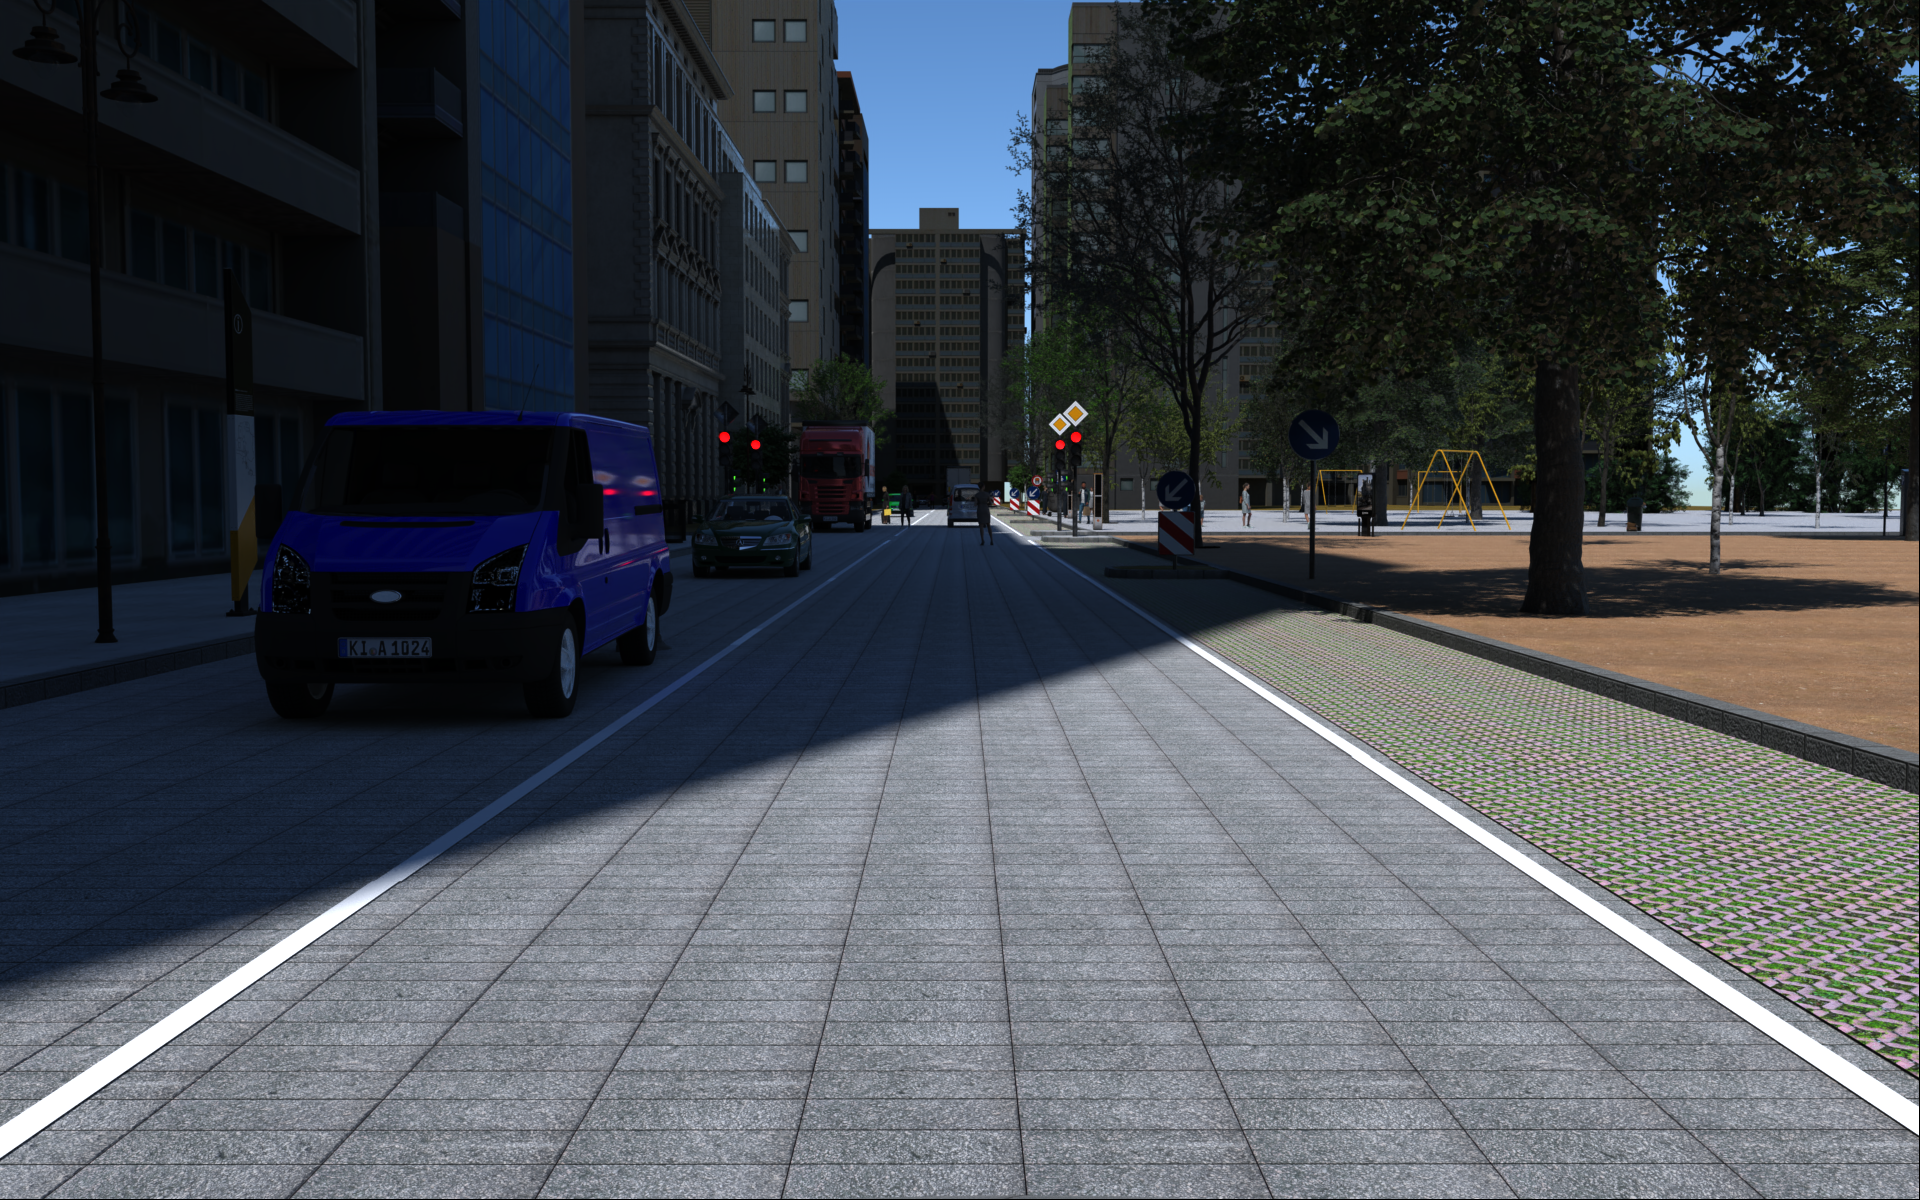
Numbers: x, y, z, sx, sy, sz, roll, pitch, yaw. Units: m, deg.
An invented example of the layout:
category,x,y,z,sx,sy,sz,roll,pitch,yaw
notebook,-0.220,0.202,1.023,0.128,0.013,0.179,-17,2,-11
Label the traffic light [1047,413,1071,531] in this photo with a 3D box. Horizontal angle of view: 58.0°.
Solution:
category,x,y,z,sx,sy,sz,roll,pitch,yaw
traffic light,3.437,-4.352,60.082,0.839,4.253,0.868,0,3,0

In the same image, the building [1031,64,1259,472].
category,x,y,z,sx,sy,sz,roll,pitch,yaw
building,23.992,-42.200,231.974,28.212,58.520,21.231,0,3,0

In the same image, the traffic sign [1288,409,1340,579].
category,x,y,z,sx,sy,sz,roll,pitch,yaw
traffic sign,5.328,-1.593,26.149,0.768,2.556,0.104,0,4,8

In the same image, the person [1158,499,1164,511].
category,x,y,z,sx,sy,sz,roll,pitch,yaw
person,12.066,-5.889,103.078,0.466,1.731,0.760,-1,4,-16

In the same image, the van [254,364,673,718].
category,x,y,z,sx,sy,sz,roll,pitch,yaw
van,-3.471,-0.518,12.857,2.240,2.365,5.245,0,4,-1

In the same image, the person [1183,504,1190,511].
category,x,y,z,sx,sy,sz,roll,pitch,yaw
person,8.760,-3.686,66.579,0.793,1.790,0.793,0,4,4

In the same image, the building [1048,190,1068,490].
category,x,y,z,sx,sy,sz,roll,pitch,yaw
building,15.258,-23.922,162.829,14.160,30.474,14.107,0,3,0

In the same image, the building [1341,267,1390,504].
category,x,y,z,sx,sy,sz,roll,pitch,yaw
building,50.088,-33.336,236.928,23.993,40.220,32.217,0,3,0

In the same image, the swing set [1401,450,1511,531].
category,x,y,z,sx,sy,sz,roll,pitch,yaw
swing set,17.864,-3.942,62.071,2.862,2.851,3.119,3,5,42

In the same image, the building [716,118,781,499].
category,x,y,z,sx,sy,sz,roll,pitch,yaw
building,-15.462,-14.423,90.560,10.420,20.320,16.860,0,3,0

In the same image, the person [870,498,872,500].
category,x,y,z,sx,sy,sz,roll,pitch,yaw
person,-7.411,-8.009,137.539,0.990,1.755,0.434,3,4,38

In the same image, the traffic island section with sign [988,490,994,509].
category,x,y,z,sx,sy,sz,roll,pitch,yaw
traffic island section with sign,3.332,-9.378,161.950,1.989,1.847,2.006,0,3,0

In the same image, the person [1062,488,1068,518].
category,x,y,z,sx,sy,sz,roll,pitch,yaw
person,5.681,-5.317,93.397,0.534,1.772,0.576,3,5,42

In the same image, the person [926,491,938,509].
category,x,y,z,sx,sy,sz,roll,pitch,yaw
person,-2.580,-9.309,161.382,1.217,1.739,0.721,-1,4,-9

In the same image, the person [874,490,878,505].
category,x,y,z,sx,sy,sz,roll,pitch,yaw
person,-9.835,-11.859,200.483,0.434,1.755,0.990,-2,4,-32

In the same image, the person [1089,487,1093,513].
category,x,y,z,sx,sy,sz,roll,pitch,yaw
person,8.760,-6.680,115.831,0.480,1.755,0.524,2,4,26

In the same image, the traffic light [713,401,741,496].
category,x,y,z,sx,sy,sz,roll,pitch,yaw
traffic light,-7.013,-3.862,52.066,0.839,4.253,0.868,0,3,0

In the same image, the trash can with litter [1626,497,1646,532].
category,x,y,z,sx,sy,sz,roll,pitch,yaw
trash can with litter,23.269,-2.951,59.644,0.624,1.170,1.055,2,4,26

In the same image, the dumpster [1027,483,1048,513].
category,x,y,z,sx,sy,sz,roll,pitch,yaw
dumpster,5.428,-7.223,120.590,1.502,2.255,1.985,0,3,0

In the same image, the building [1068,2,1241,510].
category,x,y,z,sx,sy,sz,roll,pitch,yaw
building,16.118,-28.427,148.378,14.154,41.232,14.086,0,3,0

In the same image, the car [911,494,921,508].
category,x,y,z,sx,sy,sz,roll,pitch,yaw
car,-5.179,-10.615,183.341,2.009,1.686,4.222,0,4,-2

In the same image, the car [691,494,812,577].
category,x,y,z,sx,sy,sz,roll,pitch,yaw
car,-3.715,-1.200,31.412,2.131,1.459,4.920,0,4,-1

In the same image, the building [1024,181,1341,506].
category,x,y,z,sx,sy,sz,roll,pitch,yaw
building,24.152,-30.810,195.618,32.217,40.220,23.993,0,3,0

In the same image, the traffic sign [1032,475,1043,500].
category,x,y,z,sx,sy,sz,roll,pitch,yaw
traffic sign,5.174,-7.084,115.933,0.768,2.556,0.104,1,4,9

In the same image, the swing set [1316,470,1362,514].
category,x,y,z,sx,sy,sz,roll,pitch,yaw
swing set,24.708,-7.061,113.064,3.119,2.851,2.862,-1,4,-9

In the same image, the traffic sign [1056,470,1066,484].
category,x,y,z,sx,sy,sz,roll,pitch,yaw
traffic sign,5.186,-5.514,90.264,0.768,2.556,0.104,0,4,5

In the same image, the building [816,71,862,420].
category,x,y,z,sx,sy,sz,roll,pitch,yaw
building,-21.509,-31.949,176.992,22.147,44.769,28.867,0,3,0

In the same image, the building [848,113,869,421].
category,x,y,z,sx,sy,sz,roll,pitch,yaw
building,-17.944,-33.629,199.939,14.200,45.320,14.600,0,3,0

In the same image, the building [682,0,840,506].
category,x,y,z,sx,sy,sz,roll,pitch,yaw
building,-24.497,-34.189,148.224,28.713,52.752,27.495,0,3,0

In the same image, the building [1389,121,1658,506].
category,x,y,z,sx,sy,sz,roll,pitch,yaw
building,64.377,-33.161,196.812,28.867,44.769,22.147,0,3,0

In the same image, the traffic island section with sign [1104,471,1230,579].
category,x,y,z,sx,sy,sz,roll,pitch,yaw
traffic island section with sign,3.532,-1.305,29.962,1.989,1.847,2.006,0,3,0

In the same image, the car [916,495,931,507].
category,x,y,z,sx,sy,sz,roll,pitch,yaw
car,-4.219,-11.096,194.004,1.945,1.354,3.894,0,4,-1

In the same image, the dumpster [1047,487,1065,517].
category,x,y,z,sx,sy,sz,roll,pitch,yaw
dumpster,5.646,-5.721,99.301,1.264,1.857,1.865,0,3,0

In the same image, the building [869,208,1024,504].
category,x,y,z,sx,sy,sz,roll,pitch,yaw
building,-2.915,-33.398,237.945,23.993,40.220,32.217,0,3,0

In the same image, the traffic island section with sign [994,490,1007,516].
category,x,y,z,sx,sy,sz,roll,pitch,yaw
traffic island section with sign,3.407,-6.350,112.447,1.989,1.847,2.006,0,3,0

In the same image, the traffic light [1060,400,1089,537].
category,x,y,z,sx,sy,sz,roll,pitch,yaw
traffic light,3.448,-3.864,52.097,0.839,4.253,0.868,0,3,0

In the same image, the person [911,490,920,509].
category,x,y,z,sx,sy,sz,roll,pitch,yaw
person,-4.421,-9.886,170.144,0.705,1.822,1.348,3,5,42

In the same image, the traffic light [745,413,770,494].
category,x,y,z,sx,sy,sz,roll,pitch,yaw
traffic light,-7.024,-4.350,60.051,0.839,4.253,0.868,0,3,0

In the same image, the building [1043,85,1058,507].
category,x,y,z,sx,sy,sz,roll,pitch,yaw
building,15.419,-30.151,176.571,14.154,41.232,14.086,0,3,0

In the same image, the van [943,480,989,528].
category,x,y,z,sx,sy,sz,roll,pitch,yaw
van,0.281,-4.176,75.285,2.013,2.044,4.112,0,4,-1

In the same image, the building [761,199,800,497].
category,x,y,z,sx,sy,sz,roll,pitch,yaw
building,-16.847,-16.738,109.817,11.583,22.565,21.152,0,3,0

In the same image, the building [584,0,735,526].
category,x,y,z,sx,sy,sz,roll,pitch,yaw
building,-16.123,-14.876,72.097,11.050,23.489,19.941,0,3,0

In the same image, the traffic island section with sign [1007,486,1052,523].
category,x,y,z,sx,sy,sz,roll,pitch,yaw
traffic island section with sign,3.452,-4.659,84.810,1.989,1.847,2.006,0,3,0

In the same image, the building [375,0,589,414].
category,x,y,z,sx,sy,sz,roll,pitch,yaw
building,-17.719,-23.942,41.570,14.200,45.320,14.600,0,3,0

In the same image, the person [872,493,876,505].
category,x,y,z,sx,sy,sz,roll,pitch,yaw
person,-9.926,-11.728,199.257,0.593,1.643,0.415,2,4,28

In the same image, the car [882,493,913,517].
category,x,y,z,sx,sy,sz,roll,pitch,yaw
car,-3.917,-6.134,109.081,1.959,1.807,4.718,0,4,-1

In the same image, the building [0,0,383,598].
category,x,y,z,sx,sy,sz,roll,pitch,yaw
building,-21.534,-24.294,20.909,21.300,48.544,21.600,0,3,0

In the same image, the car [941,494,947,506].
category,x,y,z,sx,sy,sz,roll,pitch,yaw
car,-1.207,-11.798,202.682,2.009,1.686,4.222,0,3,0

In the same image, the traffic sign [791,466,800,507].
category,x,y,z,sx,sy,sz,roll,pitch,yaw
traffic sign,-7.189,-4.722,77.310,0.768,2.556,0.104,0,4,6

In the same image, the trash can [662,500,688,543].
category,x,y,z,sx,sy,sz,roll,pitch,yaw
trash can,-7.473,-2.057,45.291,0.748,1.137,0.748,0,3,0

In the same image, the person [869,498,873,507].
category,x,y,z,sx,sy,sz,roll,pitch,yaw
person,-9.015,-10.365,176.248,0.721,1.736,1.217,2,4,27
